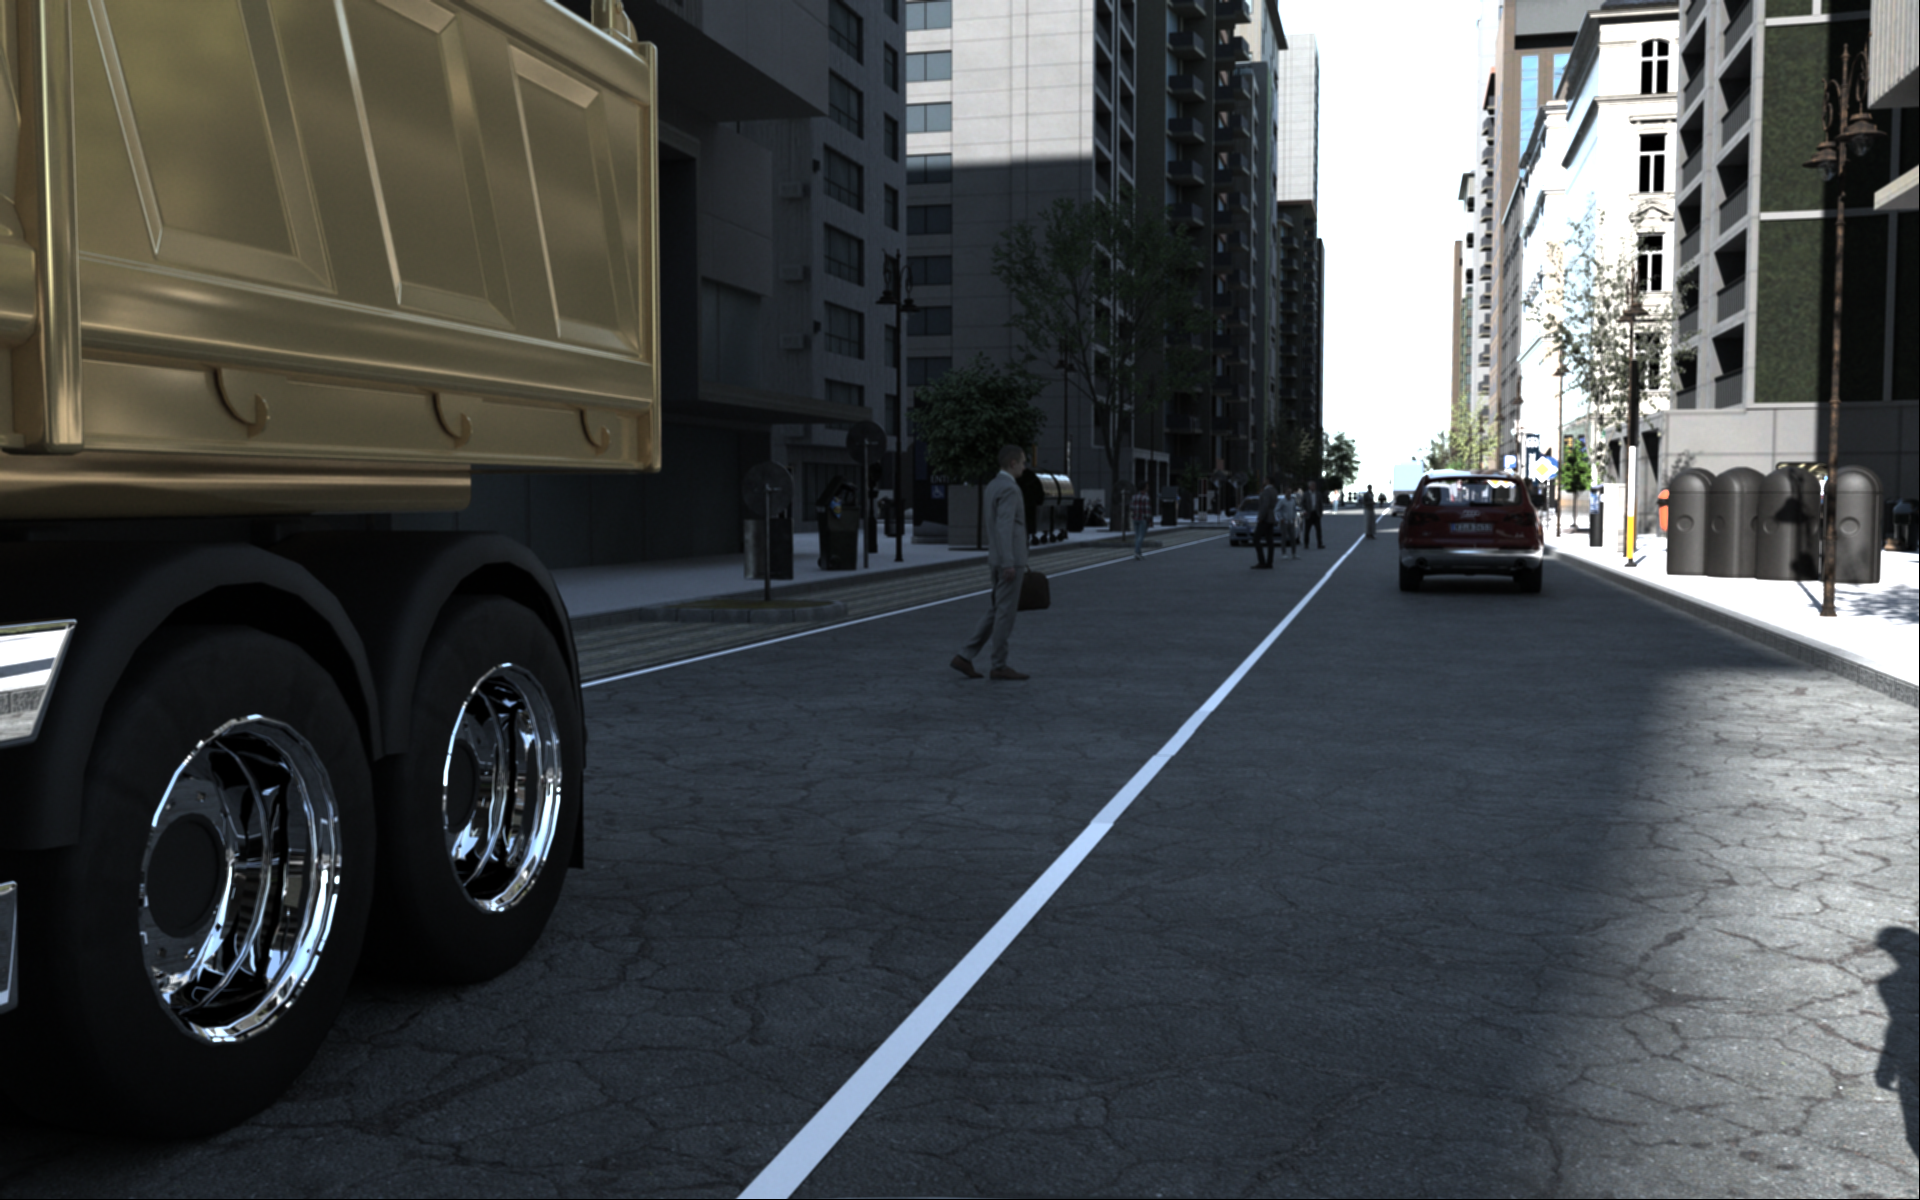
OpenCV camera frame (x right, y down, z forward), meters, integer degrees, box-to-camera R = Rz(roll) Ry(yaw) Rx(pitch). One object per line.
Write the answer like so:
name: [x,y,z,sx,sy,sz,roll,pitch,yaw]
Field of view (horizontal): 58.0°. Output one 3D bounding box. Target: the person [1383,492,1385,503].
person: [67.784,-16.399,276.556,0.705,1.831,1.348,1,4,15]

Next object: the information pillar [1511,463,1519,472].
information pillar: [34.523,-7.131,107.942,0.504,3.616,0.183,1,4,9]

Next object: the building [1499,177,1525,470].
building: [49.824,-20.821,133.929,14.314,27.812,24.014,1,4,14]

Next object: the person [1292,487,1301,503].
person: [15.187,-4.224,78.138,0.480,1.755,0.524,0,4,0]

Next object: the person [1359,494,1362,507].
person: [44.287,-10.971,191.095,0.599,1.433,0.991,0,4,5]

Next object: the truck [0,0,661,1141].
truck: [-3.324,-0.361,1.819,3.469,3.379,9.791,1,4,12]

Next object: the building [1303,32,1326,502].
building: [48.467,-51.215,275.615,20.563,71.187,20.611,1,4,14]

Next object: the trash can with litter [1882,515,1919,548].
trash can with litter: [22.811,-1.862,41.508,2.233,1.210,1.678,-1,4,-9]

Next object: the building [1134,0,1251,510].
building: [10.664,-29.356,134.587,22.147,44.769,28.867,1,4,14]

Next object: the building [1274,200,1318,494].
building: [40.478,-36.587,252.815,22.147,44.769,28.867,1,4,14]

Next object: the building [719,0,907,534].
building: [-9.697,-17.801,62.746,14.107,30.474,14.160,1,4,14]

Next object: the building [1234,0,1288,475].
building: [19.011,-36.288,182.555,28.713,52.752,27.495,1,4,14]

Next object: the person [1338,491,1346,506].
person: [44.072,-11.684,199.613,1.350,1.814,0.705,-3,4,-39]

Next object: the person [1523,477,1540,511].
person: [11.051,-1.512,33.770,0.519,1.759,0.362,2,4,31]

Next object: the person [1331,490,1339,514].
person: [27.206,-7.123,125.548,0.593,1.750,0.643,2,4,26]

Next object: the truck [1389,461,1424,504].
truck: [35.064,-8.871,134.800,2.967,4.110,18.799,1,4,13]

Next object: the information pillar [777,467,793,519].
information pillar: [-4.689,-2.566,46.439,0.304,2.012,0.304,2,4,34]

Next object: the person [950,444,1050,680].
person: [0.361,-0.292,13.387,0.853,1.813,0.709,-1,4,-17]

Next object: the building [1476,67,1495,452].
building: [63.871,-31.765,173.987,22.147,44.769,28.867,1,4,14]

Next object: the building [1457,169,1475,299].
building: [92.691,-41.688,270.835,28.713,52.752,27.495,1,4,14]

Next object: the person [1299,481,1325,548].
person: [9.262,-2.232,45.389,0.661,1.777,0.834,-1,4,-16]

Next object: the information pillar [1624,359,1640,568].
information pillar: [11.817,-2.387,30.385,0.183,3.616,0.504,2,4,28]

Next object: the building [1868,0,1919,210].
building: [27.181,-26.120,16.295,28.713,52.752,27.495,1,4,14]

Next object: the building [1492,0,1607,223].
building: [54.730,-30.799,153.678,14.600,45.320,14.200,1,4,14]

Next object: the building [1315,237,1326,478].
building: [54.433,-39.375,293.894,14.600,45.320,14.200,1,4,14]

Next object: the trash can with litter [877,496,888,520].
trash can with litter: [-4.059,-4.589,86.424,1.055,1.170,0.624,2,4,26]

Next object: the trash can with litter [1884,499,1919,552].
trash can with litter: [21.073,-1.665,38.611,1.055,1.170,0.624,-3,5,-42]

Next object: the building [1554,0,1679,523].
building: [51.025,-18.529,79.359,44.131,29.872,17.030,1,4,14]

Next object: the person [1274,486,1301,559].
person: [7.232,-1.710,38.268,0.589,1.601,0.330,-1,4,-13]

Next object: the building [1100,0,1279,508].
building: [28.913,-46.850,204.249,20.563,71.187,20.611,1,4,14]

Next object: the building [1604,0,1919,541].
building: [31.327,-37.414,49.965,20.563,71.187,20.611,1,4,14]

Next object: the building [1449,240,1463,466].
building: [90.325,-39.330,293.158,14.600,45.320,14.200,1,4,14]

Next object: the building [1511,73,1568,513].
building: [43.528,-19.947,112.034,13.634,28.700,20.117,1,4,14]

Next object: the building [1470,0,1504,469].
building: [70.572,-40.322,201.260,21.231,58.520,28.212,1,4,14]

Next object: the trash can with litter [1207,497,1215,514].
trash can with litter: [15.975,-6.018,109.780,0.624,1.170,1.055,-3,5,-43]

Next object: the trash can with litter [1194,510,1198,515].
trash can with litter: [14.285,-5.852,107.068,1.055,1.170,0.624,-2,4,-25]

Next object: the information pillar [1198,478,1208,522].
information pillar: [11.275,-4.645,80.435,0.304,2.012,0.304,-2,4,-29]

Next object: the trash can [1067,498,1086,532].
trash can: [3.863,-2.853,58.307,0.748,1.137,0.748,0,3,0]

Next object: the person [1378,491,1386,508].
person: [43.180,-10.270,177.199,0.721,1.735,1.217,-2,4,-30]

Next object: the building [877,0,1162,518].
building: [1.745,-40.573,101.628,20.563,71.187,20.611,1,4,14]

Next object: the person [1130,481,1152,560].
person: [3.944,-1.750,37.947,0.643,1.720,0.563,-3,4,-36]

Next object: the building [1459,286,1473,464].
building: [80.092,-29.414,252.626,14.160,30.474,14.107,1,4,14]

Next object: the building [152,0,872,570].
building: [-18.181,-26.691,25.640,28.713,52.752,27.495,1,4,14]

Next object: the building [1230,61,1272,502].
building: [21.099,-29.183,160.734,14.154,41.232,14.086,1,4,14]

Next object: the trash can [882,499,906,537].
trash can: [-1.958,-2.450,51.712,0.748,1.137,0.748,0,3,0]

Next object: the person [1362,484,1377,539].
person: [13.105,-2.832,55.348,0.519,1.759,0.362,-3,4,-36]

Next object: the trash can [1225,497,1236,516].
trash can: [15.643,-5.415,100.187,0.748,1.137,0.748,0,3,0]

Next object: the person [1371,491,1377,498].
person: [49.162,-12.144,207.019,1.348,1.831,0.705,1,4,13]

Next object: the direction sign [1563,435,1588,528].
direction sign: [23.471,-4.533,66.115,0.876,3.537,0.379,1,4,14]

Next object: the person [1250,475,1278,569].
person: [5.870,-1.510,33.378,0.592,1.802,0.473,-3,5,-44]
